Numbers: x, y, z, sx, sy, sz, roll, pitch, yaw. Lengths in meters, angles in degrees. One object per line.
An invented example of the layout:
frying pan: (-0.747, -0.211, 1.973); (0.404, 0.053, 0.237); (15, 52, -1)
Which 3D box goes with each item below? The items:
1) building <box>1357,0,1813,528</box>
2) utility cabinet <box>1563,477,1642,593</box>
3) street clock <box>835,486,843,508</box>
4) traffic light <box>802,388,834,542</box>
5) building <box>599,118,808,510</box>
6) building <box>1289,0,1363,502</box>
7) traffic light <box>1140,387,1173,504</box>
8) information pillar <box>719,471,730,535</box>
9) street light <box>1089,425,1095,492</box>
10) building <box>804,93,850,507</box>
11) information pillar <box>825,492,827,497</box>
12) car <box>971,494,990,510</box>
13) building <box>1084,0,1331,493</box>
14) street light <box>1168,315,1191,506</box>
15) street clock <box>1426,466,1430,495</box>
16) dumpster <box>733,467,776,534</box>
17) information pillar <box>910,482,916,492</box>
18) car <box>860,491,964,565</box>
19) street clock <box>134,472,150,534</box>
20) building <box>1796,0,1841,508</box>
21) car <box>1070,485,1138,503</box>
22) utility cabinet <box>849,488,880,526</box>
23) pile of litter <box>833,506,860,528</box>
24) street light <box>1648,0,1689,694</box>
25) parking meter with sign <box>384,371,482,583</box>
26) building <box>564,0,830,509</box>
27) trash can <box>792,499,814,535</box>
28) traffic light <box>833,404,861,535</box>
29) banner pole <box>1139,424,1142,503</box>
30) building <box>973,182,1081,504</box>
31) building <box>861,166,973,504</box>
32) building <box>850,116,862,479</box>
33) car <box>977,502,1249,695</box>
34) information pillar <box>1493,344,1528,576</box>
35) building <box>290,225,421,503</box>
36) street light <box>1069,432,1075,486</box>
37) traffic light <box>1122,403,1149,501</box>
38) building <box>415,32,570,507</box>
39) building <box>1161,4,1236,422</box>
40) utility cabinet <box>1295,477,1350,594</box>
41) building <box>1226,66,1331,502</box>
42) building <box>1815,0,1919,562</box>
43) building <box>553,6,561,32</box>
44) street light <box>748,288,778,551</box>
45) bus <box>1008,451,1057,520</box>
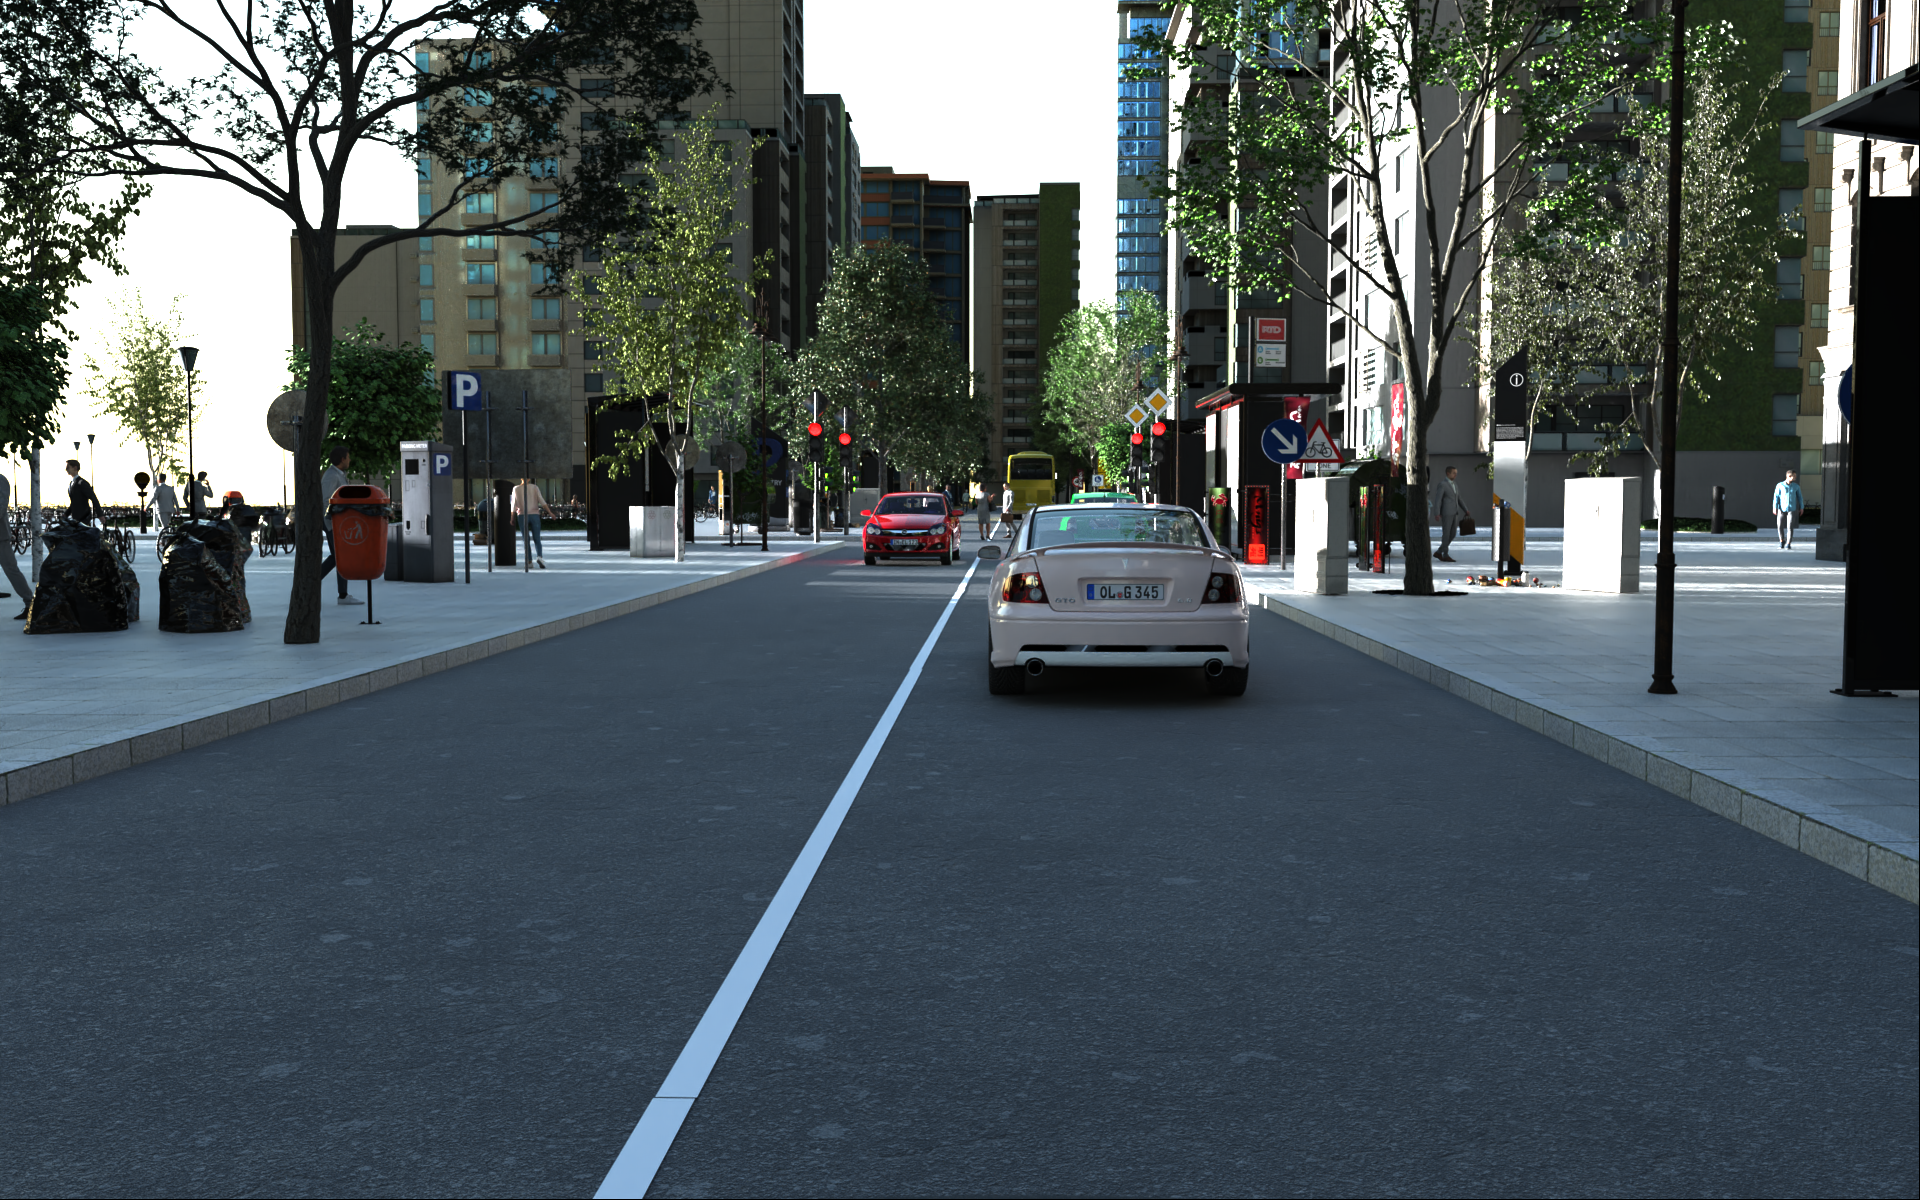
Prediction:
building: (24.682, -23.671, 70.619); (14.086, 41.232, 14.154); (0, 4, 2)
utility cabinet: (8.411, -0.860, 22.739); (0.318, 1.500, 1.173); (-1, 4, -17)
street clock: (-6.280, -5.188, 89.387); (0.471, 2.002, 0.358); (-2, 4, -32)
traffic light: (-3.776, -3.483, 45.871); (0.839, 4.253, 0.868); (0, 4, 2)
building: (-19.889, -22.335, 136.876); (14.160, 30.474, 14.107); (0, 4, 2)
building: (30.196, -40.123, 94.271); (20.563, 71.187, 20.611); (0, 4, 2)
traffic light: (5.181, -3.467, 45.604); (0.839, 4.253, 0.868); (0, 4, 2)
information pillar: (-7.315, -3.026, 53.966); (0.304, 2.012, 0.304); (-2, 4, -34)
street light: (7.155, -7.355, 93.049); (0.468, 5.910, 1.993); (0, 4, 2)
building: (-18.961, -29.869, 171.958); (14.154, 41.232, 14.086); (0, 4, 2)
information pillar: (-6.668, -5.856, 87.105); (0.183, 3.616, 0.504); (1, 4, 11)
car: (1.995, -9.341, 161.525); (1.959, 1.807, 4.718); (0, 3, 0)
building: (32.452, -56.243, 232.248); (31.000, 86.520, 22.319); (0, 4, 2)
street light: (5.672, -4.414, 44.957); (0.468, 5.910, 1.993); (0, 4, 2)
street clock: (11.944, -2.454, 44.687); (0.358, 2.002, 0.471); (0, 4, 2)
dumpster: (-6.783, -3.246, 55.565); (1.502, 2.255, 1.985); (0, 4, 2)
information pillar: (-2.788, -6.053, 103.453); (0.304, 2.012, 0.304); (1, 4, 9)
car: (-0.967, -1.673, 36.399); (2.155, 1.783, 4.494); (0, 4, 4)
street clock: (-26.508, -3.156, 56.168); (0.471, 2.002, 0.358); (-2, 4, -30)
building: (71.182, -35.921, 176.547); (27.495, 52.752, 28.713); (0, 4, 2)
car: (2.908, -1.619, 35.262); (1.959, 1.807, 4.718); (0, 4, 3)
utility cabinet: (-3.744, -3.631, 68.041); (1.173, 1.500, 0.318); (1, 4, 16)
pile of litter: (-4.430, -3.220, 66.613); (1.176, 0.858, 1.719); (-1, 4, -10)
street light: (4.536, -2.337, 11.003); (0.468, 5.910, 1.993); (0, 4, 2)
parking meter with sign: (-7.757, -1.773, 25.249); (1.738, 3.016, 0.543); (2, 4, 34)
building: (-22.359, -43.766, 153.827); (20.563, 71.187, 20.611); (0, 4, 2)
trash can: (-4.888, -2.592, 54.027); (0.748, 1.137, 0.748); (0, 3, 0)
traffic light: (-3.523, -3.971, 53.852); (0.839, 4.253, 0.868); (0, 4, 2)
banner pole: (5.864, -4.053, 56.291); (0.401, 3.779, 0.863); (0, 4, 7)
building: (8.713, -33.395, 229.596); (14.086, 41.232, 14.154); (0, 4, 2)
building: (-12.842, -35.448, 234.197); (28.867, 44.769, 22.147); (0, 4, 2)
building: (-17.923, -30.819, 187.480); (14.086, 41.232, 14.154); (0, 4, 2)
car: (1.164, -0.084, 13.731); (2.083, 1.381, 4.827); (0, 4, 2)
information pillar: (8.663, -2.195, 27.243); (0.504, 3.616, 0.183); (2, 4, 28)
building: (-63.480, -25.569, 189.756); (14.107, 30.474, 14.160); (0, 4, 2)
street light: (8.190, -9.432, 127.006); (0.468, 5.910, 1.993); (0, 4, 2)
traffic light: (5.434, -3.955, 53.585); (0.839, 4.253, 0.868); (0, 4, 2)
building: (-40.954, -34.452, 182.891); (30.456, 49.044, 23.786); (0, 4, 2)
building: (36.018, -36.033, 178.386); (28.713, 52.752, 27.495); (0, 4, 2)
utility cabinet: (4.670, -0.841, 22.435); (0.318, 1.500, 1.173); (-1, 4, -8)
building: (25.460, -21.363, 120.987); (14.160, 30.474, 14.107); (0, 4, 2)
building: (21.116, -10.704, 24.157); (9.793, 20.994, 18.267); (0, 4, 2)
building: (-43.619, -56.394, 234.715); (31.000, 86.520, 22.319); (0, 4, 2)
street light: (-4.406, -4.045, 38.917); (0.468, 5.910, 1.993); (0, 4, 2)
bus: (4.137, -6.574, 99.036); (2.896, 3.916, 12.252); (0, 4, 3)
